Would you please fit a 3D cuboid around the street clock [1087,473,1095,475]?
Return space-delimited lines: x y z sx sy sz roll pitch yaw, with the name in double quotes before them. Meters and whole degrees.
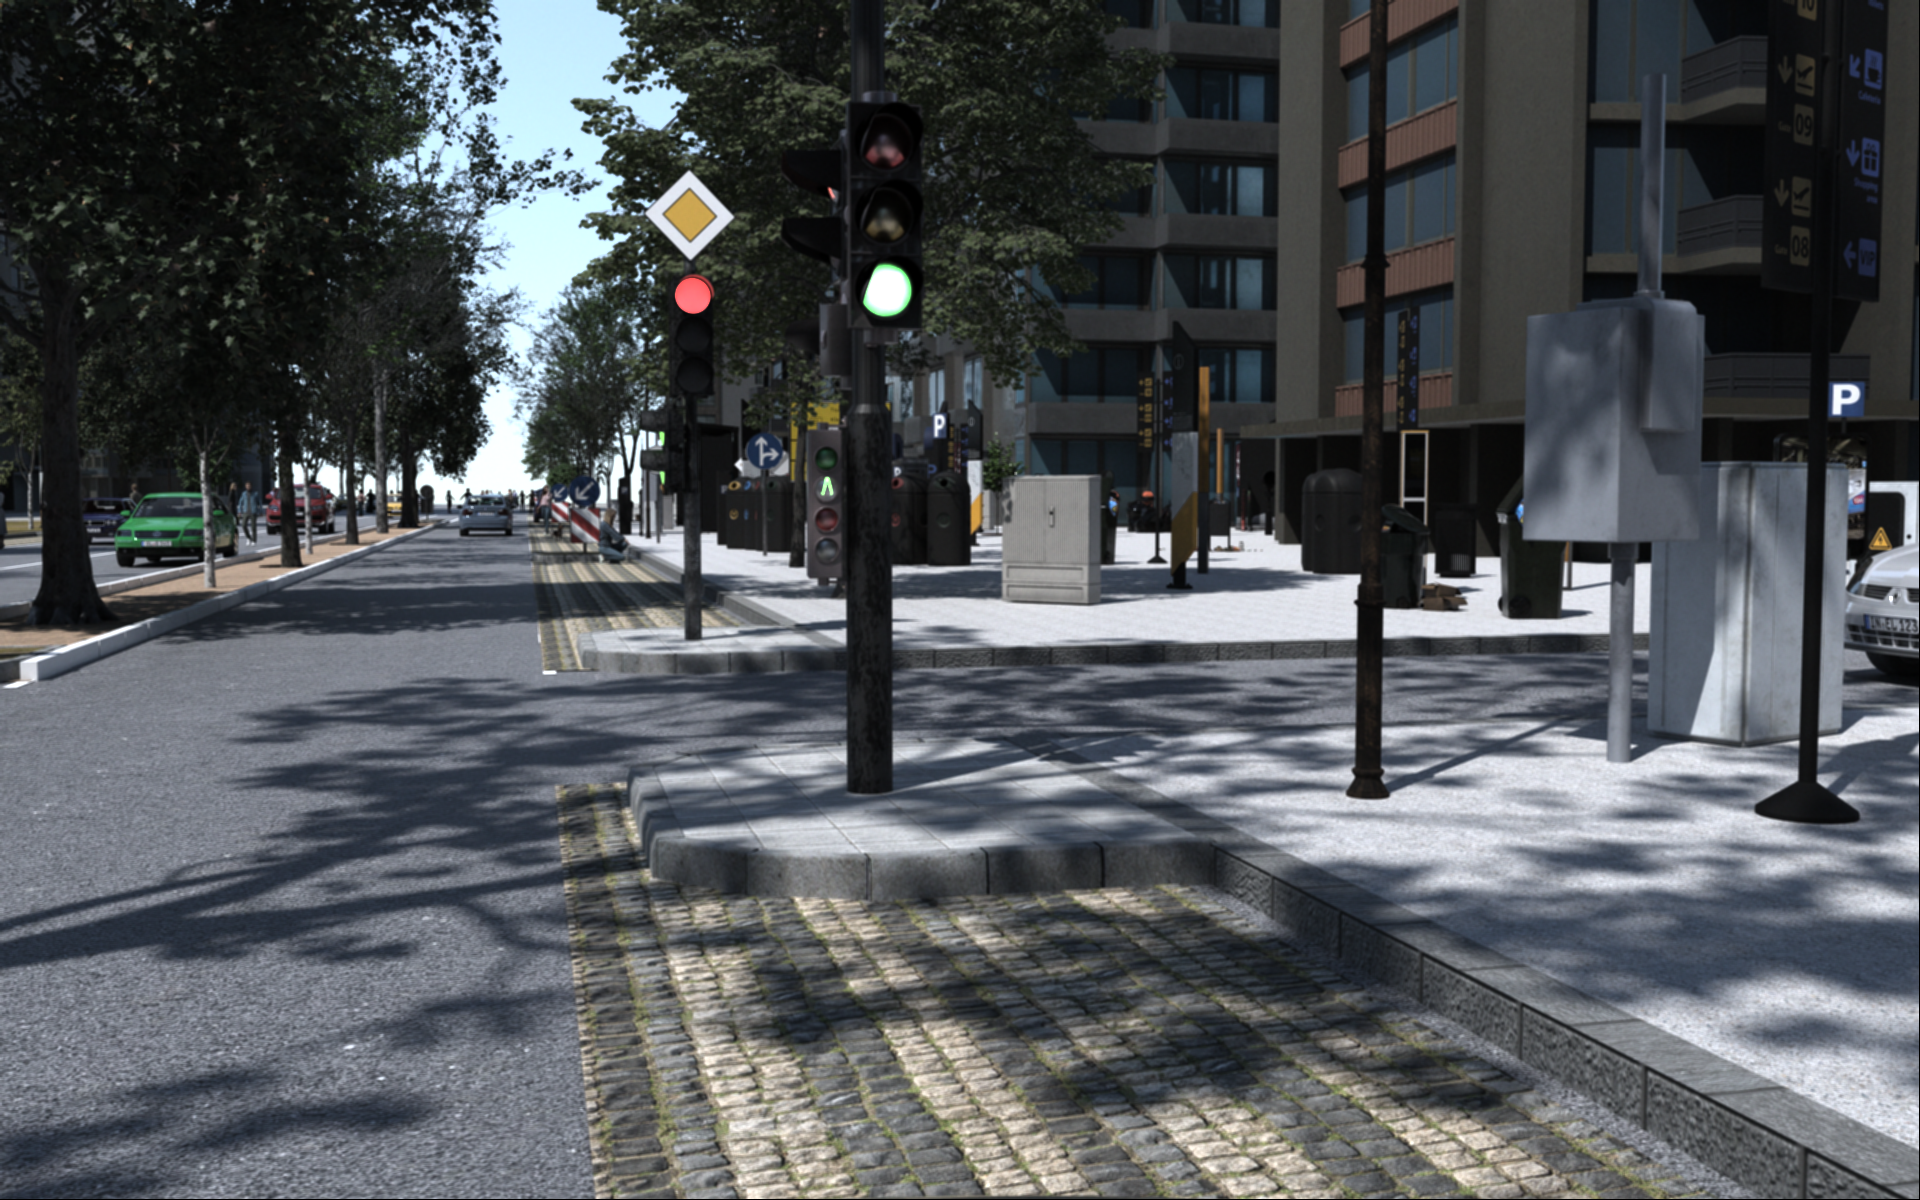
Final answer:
"street clock" 4.596 -3.445 60.902 0.358 2.002 0.471 1 4 16

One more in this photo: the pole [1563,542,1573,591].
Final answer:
"pole" 8.049 -1.781 22.960 0.158 3.312 0.155 0 3 0

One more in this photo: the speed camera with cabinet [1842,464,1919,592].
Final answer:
"speed camera with cabinet" 12.853 -1.741 22.799 0.660 3.252 2.038 -2 4 -30

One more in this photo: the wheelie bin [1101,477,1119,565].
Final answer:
"wheelie bin" 2.462 -1.444 31.513 0.980 1.594 0.693 2 4 26

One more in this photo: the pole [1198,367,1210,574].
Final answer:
"pole" 3.928 -2.082 27.880 0.158 3.312 0.155 0 3 0

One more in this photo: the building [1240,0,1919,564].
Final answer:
"building" 21.985 -23.738 42.736 28.867 44.769 22.147 -1 4 -14

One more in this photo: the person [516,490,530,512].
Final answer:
"person" -35.289 -7.986 139.796 1.217 1.735 0.721 -3 4 -38

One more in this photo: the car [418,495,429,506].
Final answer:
"car" -58.789 -10.830 189.432 2.083 1.381 4.827 -1 4 -13

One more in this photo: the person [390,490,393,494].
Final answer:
"person" -41.197 -7.112 125.497 1.217 1.735 0.721 0 4 -5

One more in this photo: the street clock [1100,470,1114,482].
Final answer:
"street clock" 4.408 -2.902 52.019 0.358 2.002 0.471 3 5 40

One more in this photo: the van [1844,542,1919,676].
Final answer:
"van" 8.883 -0.383 13.270 4.112 2.044 2.013 -1 4 -13

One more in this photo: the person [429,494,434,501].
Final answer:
"person" -43.311 -8.151 141.770 0.705 1.824 1.348 0 4 8

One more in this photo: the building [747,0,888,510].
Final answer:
"building" -5.487 -29.673 139.784 22.147 44.769 28.867 -1 4 -14

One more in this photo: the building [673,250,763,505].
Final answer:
"building" -28.378 -26.981 212.834 14.160 30.474 14.107 -1 4 -14

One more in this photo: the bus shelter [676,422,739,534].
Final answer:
"bus shelter" -8.655 -4.142 59.000 1.731 3.624 6.357 -1 4 -14

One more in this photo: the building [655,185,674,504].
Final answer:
"building" -29.844 -35.498 235.013 22.147 44.769 28.867 -1 4 -14

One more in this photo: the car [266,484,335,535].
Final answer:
"car" -23.931 -3.319 62.941 2.281 1.827 5.304 -1 4 -16

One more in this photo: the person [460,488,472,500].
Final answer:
"person" -36.328 -7.331 127.989 1.348 1.869 0.705 -2 4 -33

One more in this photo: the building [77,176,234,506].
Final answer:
"building" -95.003 -29.989 182.209 32.217 40.220 23.993 -1 4 -14

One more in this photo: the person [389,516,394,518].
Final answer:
"person" -34.181 -5.640 103.979 1.065 1.426 0.557 3 4 39

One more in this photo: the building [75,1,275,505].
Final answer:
"building" -96.125 -40.748 208.231 21.231 58.520 28.212 -1 4 -14

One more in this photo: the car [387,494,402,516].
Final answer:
"car" -32.962 -5.587 101.563 2.015 1.641 3.980 -1 4 -15

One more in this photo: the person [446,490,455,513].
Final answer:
"person" -38.748 -7.485 131.666 0.721 1.735 1.217 1 4 13

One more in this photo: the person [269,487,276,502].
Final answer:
"person" -39.334 -5.566 99.367 0.709 1.838 0.599 -2 4 -25

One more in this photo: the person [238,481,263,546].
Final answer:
"person" -19.612 -2.388 47.889 0.601 1.785 0.444 0 4 -4

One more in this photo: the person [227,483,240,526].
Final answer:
"person" -23.964 -2.925 56.537 0.699 1.804 1.509 1 4 14

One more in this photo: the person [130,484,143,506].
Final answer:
"person" -26.224 -2.812 55.032 0.362 1.759 0.519 1 4 23

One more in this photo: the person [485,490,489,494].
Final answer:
"person" -32.899 -6.822 120.767 1.217 1.743 0.721 -3 5 -40

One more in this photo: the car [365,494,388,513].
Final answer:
"car" -45.017 -7.498 134.392 2.131 1.459 4.920 -1 4 -14

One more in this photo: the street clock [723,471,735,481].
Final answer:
"street clock" -7.248 -3.037 54.221 0.358 2.002 0.471 1 4 17

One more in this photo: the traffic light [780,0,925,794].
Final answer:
"traffic light" -2.429 -1.962 6.748 4.771 5.953 1.251 -1 4 -14

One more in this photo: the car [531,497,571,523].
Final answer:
"car" -20.336 -4.503 86.207 1.945 1.354 3.894 -1 4 -13

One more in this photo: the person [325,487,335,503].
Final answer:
"person" -36.884 -5.642 100.715 1.348 1.831 0.705 2 4 30

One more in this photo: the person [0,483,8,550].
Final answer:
"person" -24.964 -2.186 44.805 0.524 1.755 0.480 0 4 2

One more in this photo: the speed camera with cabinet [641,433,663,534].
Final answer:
"speed camera with cabinet" -10.095 -3.822 56.827 0.660 3.252 2.038 0 4 -7

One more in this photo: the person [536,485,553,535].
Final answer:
"person" -14.511 -3.158 60.725 0.593 1.750 0.643 1 4 23

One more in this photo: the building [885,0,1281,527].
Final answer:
"building" 8.599 -28.100 79.041 23.786 49.044 30.456 -1 4 -14

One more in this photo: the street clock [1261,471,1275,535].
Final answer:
"street clock" 9.665 -3.033 54.162 0.471 2.002 0.358 -1 4 -12

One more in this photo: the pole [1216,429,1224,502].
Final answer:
"pole" 8.107 -3.678 53.979 0.158 3.312 0.155 0 3 0

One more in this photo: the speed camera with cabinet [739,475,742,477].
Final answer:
"speed camera with cabinet" -10.839 -5.452 83.481 0.660 3.252 2.038 -2 4 -31

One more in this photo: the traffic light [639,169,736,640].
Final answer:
"traffic light" -2.368 -1.604 15.140 0.839 4.253 0.868 -1 4 -14

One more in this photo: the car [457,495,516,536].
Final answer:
"car" -16.432 -2.941 60.085 2.014 1.417 4.499 -1 4 -14

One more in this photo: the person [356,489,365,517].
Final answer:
"person" -38.311 -6.195 110.497 1.217 1.736 0.721 3 4 37

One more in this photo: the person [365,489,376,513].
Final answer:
"person" -44.320 -7.450 130.328 1.348 1.821 0.705 1 4 16

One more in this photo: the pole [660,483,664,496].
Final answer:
"pole" -14.910 -5.681 86.723 0.158 3.312 0.155 0 3 0

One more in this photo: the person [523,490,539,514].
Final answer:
"person" -28.394 -6.464 114.908 1.217 1.735 0.721 -2 4 -24

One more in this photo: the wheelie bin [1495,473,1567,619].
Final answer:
"wheelie bin" 5.965 -0.618 18.014 0.693 1.594 0.980 0 4 8

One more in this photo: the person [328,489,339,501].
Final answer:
"person" -45.284 -7.078 124.314 1.350 1.814 0.705 -1 4 -12

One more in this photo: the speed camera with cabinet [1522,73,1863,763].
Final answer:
"speed camera with cabinet" 3.739 -0.886 8.826 2.038 3.252 0.660 -2 4 -35

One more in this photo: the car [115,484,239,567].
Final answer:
"car" -16.122 -1.649 35.761 1.959 1.807 4.718 -1 4 -14

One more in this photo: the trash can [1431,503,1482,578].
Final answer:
"trash can" 7.618 -0.915 26.614 0.748 1.137 0.748 0 3 0

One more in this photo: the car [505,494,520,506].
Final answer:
"car" -54.024 -12.024 208.381 2.131 1.459 4.920 -1 4 -16

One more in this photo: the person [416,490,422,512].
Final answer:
"person" -43.404 -7.900 138.190 1.217 1.766 0.721 1 4 21

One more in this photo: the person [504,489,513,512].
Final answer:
"person" -29.969 -6.468 114.785 0.750 1.759 0.617 0 4 -7

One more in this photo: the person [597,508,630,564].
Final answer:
"person" -7.031 -1.312 35.447 0.738 1.151 1.012 0 4 0

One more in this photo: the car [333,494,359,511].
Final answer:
"car" -52.360 -8.418 147.864 2.015 1.641 3.980 -1 4 -13

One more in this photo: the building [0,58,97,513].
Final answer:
"building" -78.183 -32.448 119.760 28.713 52.752 27.495 -1 4 -14

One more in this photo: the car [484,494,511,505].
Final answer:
"car" -29.045 -5.876 107.876 2.131 1.459 4.920 -1 4 -16
